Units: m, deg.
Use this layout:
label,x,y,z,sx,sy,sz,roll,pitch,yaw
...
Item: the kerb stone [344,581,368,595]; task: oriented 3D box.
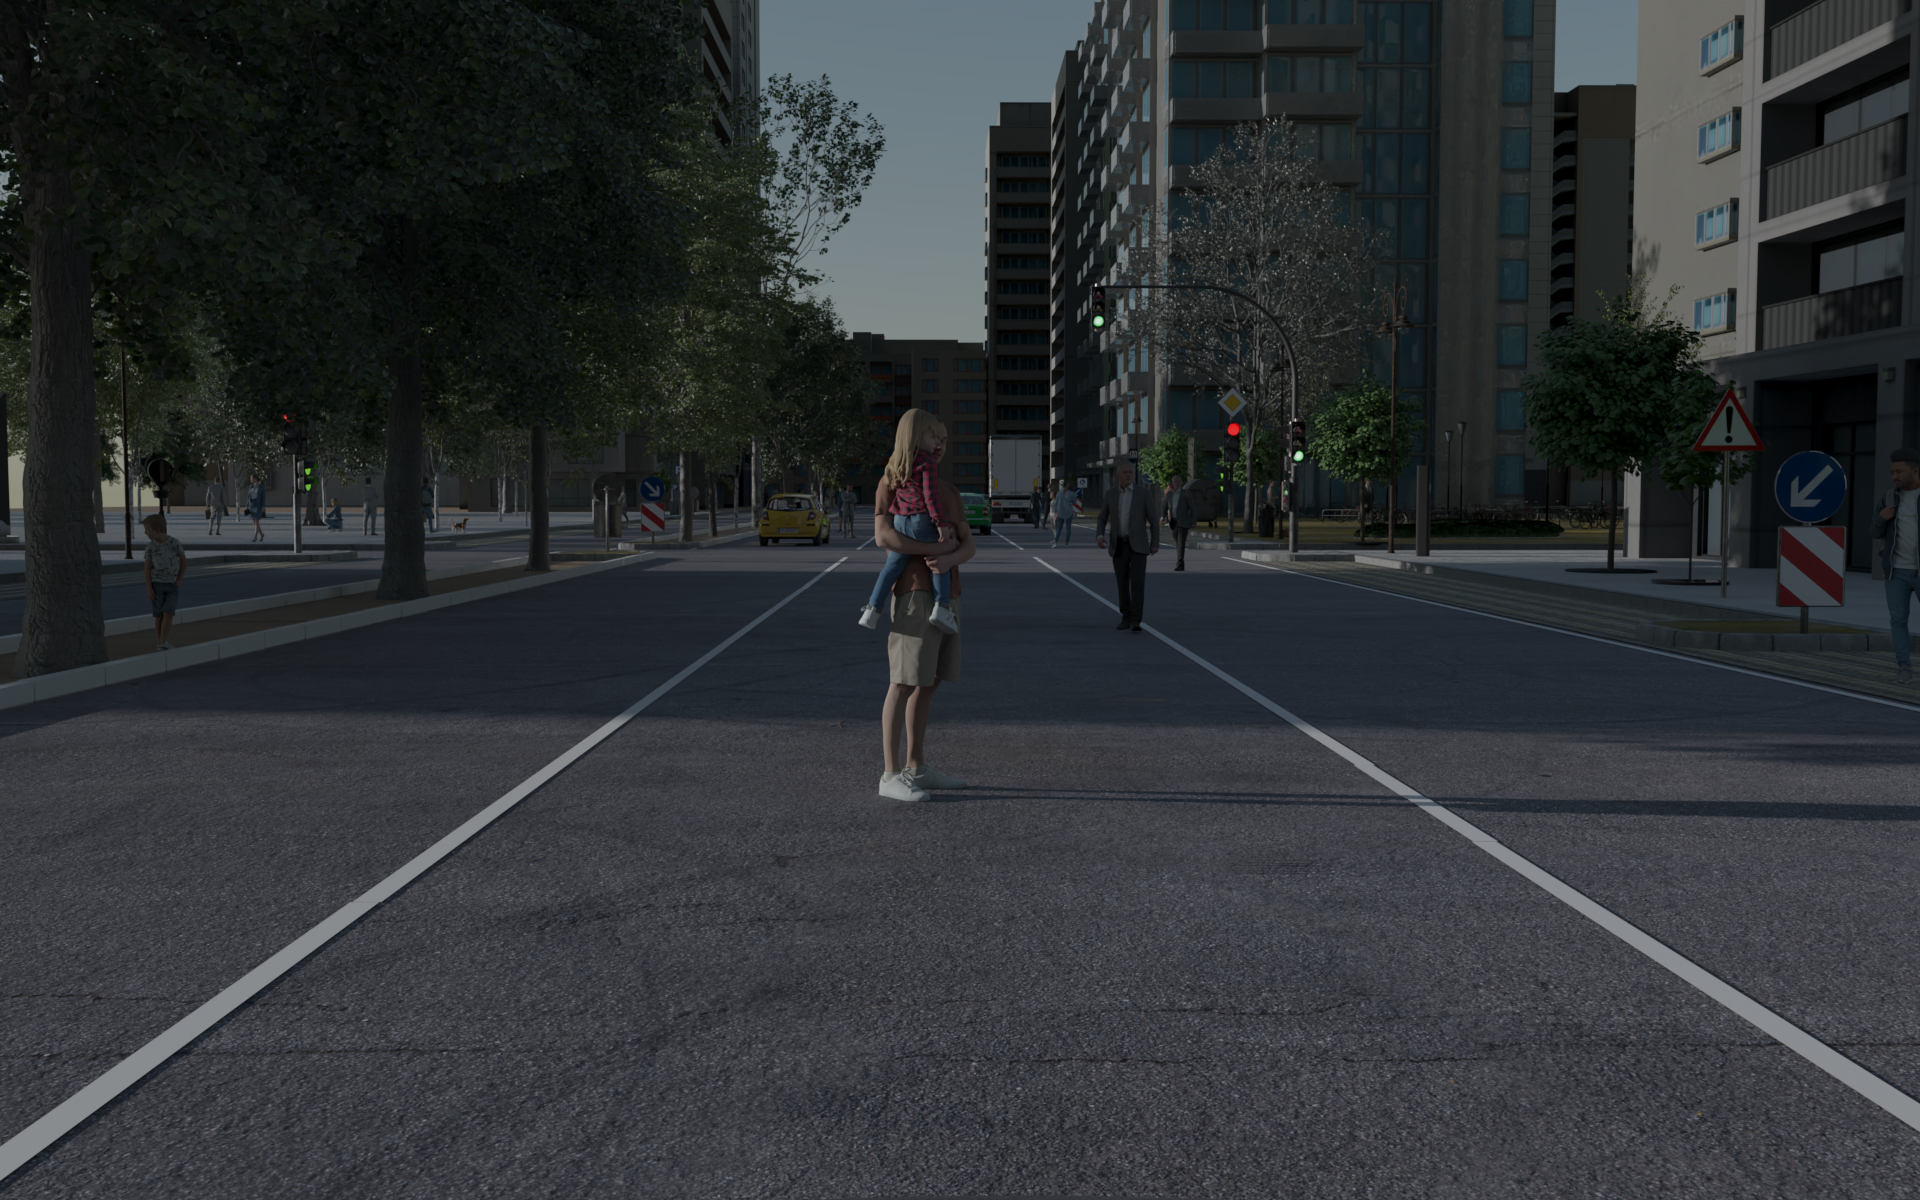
label,x,y,z,sx,sy,sz,roll,pitch,yaw
kerb stone,-8.707,-0.154,24.714,0.120,0.150,1.000,0,4,-1

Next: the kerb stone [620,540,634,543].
label,x,y,z,sx,sy,sz,roll,pitch,yaw
kerb stone,-9.032,-1.503,46.774,0.120,0.150,1.000,0,4,-1

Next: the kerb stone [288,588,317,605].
label,x,y,z,sx,sy,sz,roll,pitch,yaw
kerb stone,-8.683,-0.027,22.645,0.120,0.150,1.000,0,4,-1

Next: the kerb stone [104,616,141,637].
label,x,y,z,sx,sy,sz,roll,pitch,yaw
kerb stone,-8.603,0.285,17.530,0.120,0.150,1.000,0,4,-1

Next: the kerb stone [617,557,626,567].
label,x,y,z,sx,sy,sz,roll,pitch,yaw
kerb stone,-6.753,-0.717,33.948,0.120,0.150,1.000,0,4,-1

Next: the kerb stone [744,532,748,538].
label,x,y,z,sx,sy,sz,roll,pitch,yaw
kerb stone,-7.069,-2.070,56.032,0.120,0.150,1.000,0,4,-1

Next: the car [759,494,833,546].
label,x,y,z,sx,sy,sz,roll,pitch,yaw
car,-4.662,-2.382,49.174,2.015,1.641,3.980,0,4,1

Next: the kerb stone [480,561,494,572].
label,x,y,z,sx,sy,sz,roll,pitch,yaw
kerb stone,-8.819,-0.592,31.910,0.120,0.150,1.000,0,4,-1

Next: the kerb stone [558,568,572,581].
label,x,y,z,sx,sy,sz,roll,pitch,yaw
kerb stone,-6.671,-0.405,28.817,0.120,0.150,1.000,0,4,-1

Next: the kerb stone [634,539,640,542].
label,x,y,z,sx,sy,sz,roll,pitch,yaw
kerb stone,-9.045,-1.564,47.796,0.120,0.150,1.000,0,4,-1

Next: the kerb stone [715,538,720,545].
label,x,y,z,sx,sy,sz,roll,pitch,yaw
kerb stone,-6.971,-1.627,48.852,0.120,0.150,1.000,0,4,-1

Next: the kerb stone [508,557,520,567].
label,x,y,z,sx,sy,sz,roll,pitch,yaw
kerb stone,-8.854,-0.719,33.960,0.120,0.150,1.000,0,4,-1

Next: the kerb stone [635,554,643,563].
label,x,y,z,sx,sy,sz,roll,pitch,yaw
kerb stone,-6.791,-0.844,35.996,0.120,0.150,1.000,0,4,-1

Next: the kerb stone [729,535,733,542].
label,x,y,z,sx,sy,sz,roll,pitch,yaw
kerb stone,-7.010,-1.809,51.924,0.120,0.150,1.000,0,4,-1

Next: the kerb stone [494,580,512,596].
label,x,y,z,sx,sy,sz,roll,pitch,yaw
kerb stone,-6.613,-0.154,24.715,0.120,0.150,1.000,0,4,-1

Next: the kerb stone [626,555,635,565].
label,x,y,z,sx,sy,sz,roll,pitch,yaw
kerb stone,-6.759,-0.781,34.970,0.120,0.150,1.000,0,4,-1

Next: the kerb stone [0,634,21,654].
label,x,y,z,sx,sy,sz,roll,pitch,yaw
kerb stone,-8.574,0.411,15.483,0.120,0.150,1.000,0,4,-1

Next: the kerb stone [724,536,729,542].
label,x,y,z,sx,sy,sz,roll,pitch,yaw
kerb stone,-6.997,-1.755,50.901,0.120,0.150,1.000,0,4,-1

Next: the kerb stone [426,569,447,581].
label,x,y,z,sx,sy,sz,roll,pitch,yaw
kerb stone,-8.776,-0.406,28.832,0.120,0.150,1.000,0,4,-1

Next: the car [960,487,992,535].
label,x,y,z,sx,sy,sz,roll,pitch,yaw
car,0.147,-3.231,61.617,1.959,1.807,4.718,0,4,-2

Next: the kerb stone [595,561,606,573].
label,x,y,z,sx,sy,sz,roll,pitch,yaw
kerb stone,-6.716,-0.593,31.893,0.120,0.150,1.000,0,4,-1

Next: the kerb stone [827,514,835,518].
label,x,y,z,sx,sy,sz,roll,pitch,yaw
kerb stone,-7.778,-5.015,104.196,0.120,0.150,1.000,0,4,-1

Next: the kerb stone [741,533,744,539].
label,x,y,z,sx,sy,sz,roll,pitch,yaw
kerb stone,-7.051,-2.005,55.002,0.120,0.150,1.000,0,4,-1

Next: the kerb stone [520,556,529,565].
label,x,y,z,sx,sy,sz,roll,pitch,yaw
kerb stone,-8.867,-0.781,34.983,0.120,0.150,1.000,0,4,-1

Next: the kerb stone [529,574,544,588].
label,x,y,z,sx,sy,sz,roll,pitch,yaw
kerb stone,-6.636,-0.279,26.763,0.120,0.150,1.000,0,4,-1

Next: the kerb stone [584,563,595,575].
label,x,y,z,sx,sy,sz,roll,pitch,yaw
kerb stone,-6.709,-0.531,30.871,0.120,0.150,1.000,0,4,-1

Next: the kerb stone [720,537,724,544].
label,x,y,z,sx,sy,sz,roll,pitch,yaw
kerb stone,-6.977,-1.693,49.874,0.120,0.150,1.000,0,4,-1

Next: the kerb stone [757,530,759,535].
label,x,y,z,sx,sy,sz,roll,pitch,yaw
kerb stone,-7.134,-2.320,60.129,0.120,0.150,1.000,0,4,-1

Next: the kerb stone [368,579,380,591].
label,x,y,z,sx,sy,sz,roll,pitch,yaw
kerb stone,-8.725,-0.217,25.745,0.120,0.150,1.000,0,4,-1

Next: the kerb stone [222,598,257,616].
label,x,y,z,sx,sy,sz,roll,pitch,yaw
kerb stone,-8.650,0.098,20.601,0.120,0.150,1.000,0,4,-1

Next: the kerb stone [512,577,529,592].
label,x,y,z,sx,sy,sz,roll,pitch,yaw
kerb stone,-6.623,-0.214,25.739,0.120,0.150,1.000,0,4,-1

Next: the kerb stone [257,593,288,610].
label,x,y,z,sx,sy,sz,roll,pitch,yaw
kerb stone,-8.670,0.038,21.623,0.120,0.150,1.000,0,4,-1

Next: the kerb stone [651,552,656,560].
label,x,y,z,sx,sy,sz,roll,pitch,yaw
kerb stone,-6.813,-0.969,38.040,0.120,0.150,1.000,0,4,-1

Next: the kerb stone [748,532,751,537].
label,x,y,z,sx,sy,sz,roll,pitch,yaw
kerb stone,-7.086,-2.131,57.063,0.120,0.150,1.000,0,4,-1

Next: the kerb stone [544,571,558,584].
label,x,y,z,sx,sy,sz,roll,pitch,yaw
kerb stone,-6.652,-0.337,27.785,0.120,0.150,1.000,0,4,-1

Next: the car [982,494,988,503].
label,x,y,z,sx,sy,sz,roll,pitch,yaw
car,1.842,-7.497,134.377,2.131,1.459,4.920,0,4,-3

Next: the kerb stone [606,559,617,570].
label,x,y,z,sx,sy,sz,roll,pitch,yaw
kerb stone,-6.728,-0.653,32.918,0.120,0.150,1.000,0,4,-1

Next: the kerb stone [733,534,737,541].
label,x,y,z,sx,sy,sz,roll,pitch,yaw
kerb stone,-7.026,-1.881,52.946,0.120,0.150,1.000,0,4,-1

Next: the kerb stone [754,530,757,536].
label,x,y,z,sx,sy,sz,roll,pitch,yaw
kerb stone,-7.114,-2.251,59.107,0.120,0.150,1.000,0,4,-1

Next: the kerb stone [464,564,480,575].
label,x,y,z,sx,sy,sz,roll,pitch,yaw
kerb stone,-8.804,-0.531,30.881,0.120,0.150,1.000,0,4,-1

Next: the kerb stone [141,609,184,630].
label,x,y,z,sx,sy,sz,roll,pitch,yaw
kerb stone,-8.626,0.227,18.557,0.120,0.150,1.000,0,4,-1

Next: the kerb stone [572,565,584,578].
label,x,y,z,sx,sy,sz,roll,pitch,yaw
kerb stone,-6.686,-0.467,29.839,0.120,0.150,1.000,0,4,-1

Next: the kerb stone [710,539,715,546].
label,x,y,z,sx,sy,sz,roll,pitch,yaw
kerb stone,-6.948,-1.568,47.830,0.120,0.150,1.000,0,4,-1

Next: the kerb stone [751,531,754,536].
label,x,y,z,sx,sy,sz,roll,pitch,yaw
kerb stone,-7.099,-2.189,58.085,0.120,0.150,1.000,0,4,-1

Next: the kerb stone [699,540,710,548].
label,x,y,z,sx,sy,sz,roll,pitch,yaw
kerb stone,-6.941,-1.505,46.805,0.120,0.150,1.000,0,4,-1

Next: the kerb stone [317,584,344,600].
label,x,y,z,sx,sy,sz,roll,pitch,yaw
kerb stone,-8.697,-0.089,23.685,0.120,0.150,1.000,0,4,-1

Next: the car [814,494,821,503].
label,x,y,z,sx,sy,sz,roll,pitch,yaw
car,-13.072,-8.532,151.496,2.014,1.417,4.499,0,4,-2

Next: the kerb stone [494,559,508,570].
label,x,y,z,sx,sy,sz,roll,pitch,yaw
kerb stone,-8.831,-0.657,32.939,0.120,0.150,1.000,0,4,-1

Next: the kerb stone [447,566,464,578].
label,x,y,z,sx,sy,sz,roll,pitch,yaw
kerb stone,-8.793,-0.468,29.858,0.120,0.150,1.000,0,4,-1

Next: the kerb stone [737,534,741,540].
label,x,y,z,sx,sy,sz,roll,pitch,yaw
kerb stone,-7.036,-1.943,53.974,0.120,0.150,1.000,0,4,-1

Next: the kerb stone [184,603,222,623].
label,x,y,z,sx,sy,sz,roll,pitch,yaw
kerb stone,-8.636,0.161,19.579,0.120,0.150,1.000,0,4,-1

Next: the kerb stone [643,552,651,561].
label,x,y,z,sx,sy,sz,roll,pitch,yaw
kerb stone,-6.798,-0.903,37.018,0.120,0.150,1.000,0,4,-1
